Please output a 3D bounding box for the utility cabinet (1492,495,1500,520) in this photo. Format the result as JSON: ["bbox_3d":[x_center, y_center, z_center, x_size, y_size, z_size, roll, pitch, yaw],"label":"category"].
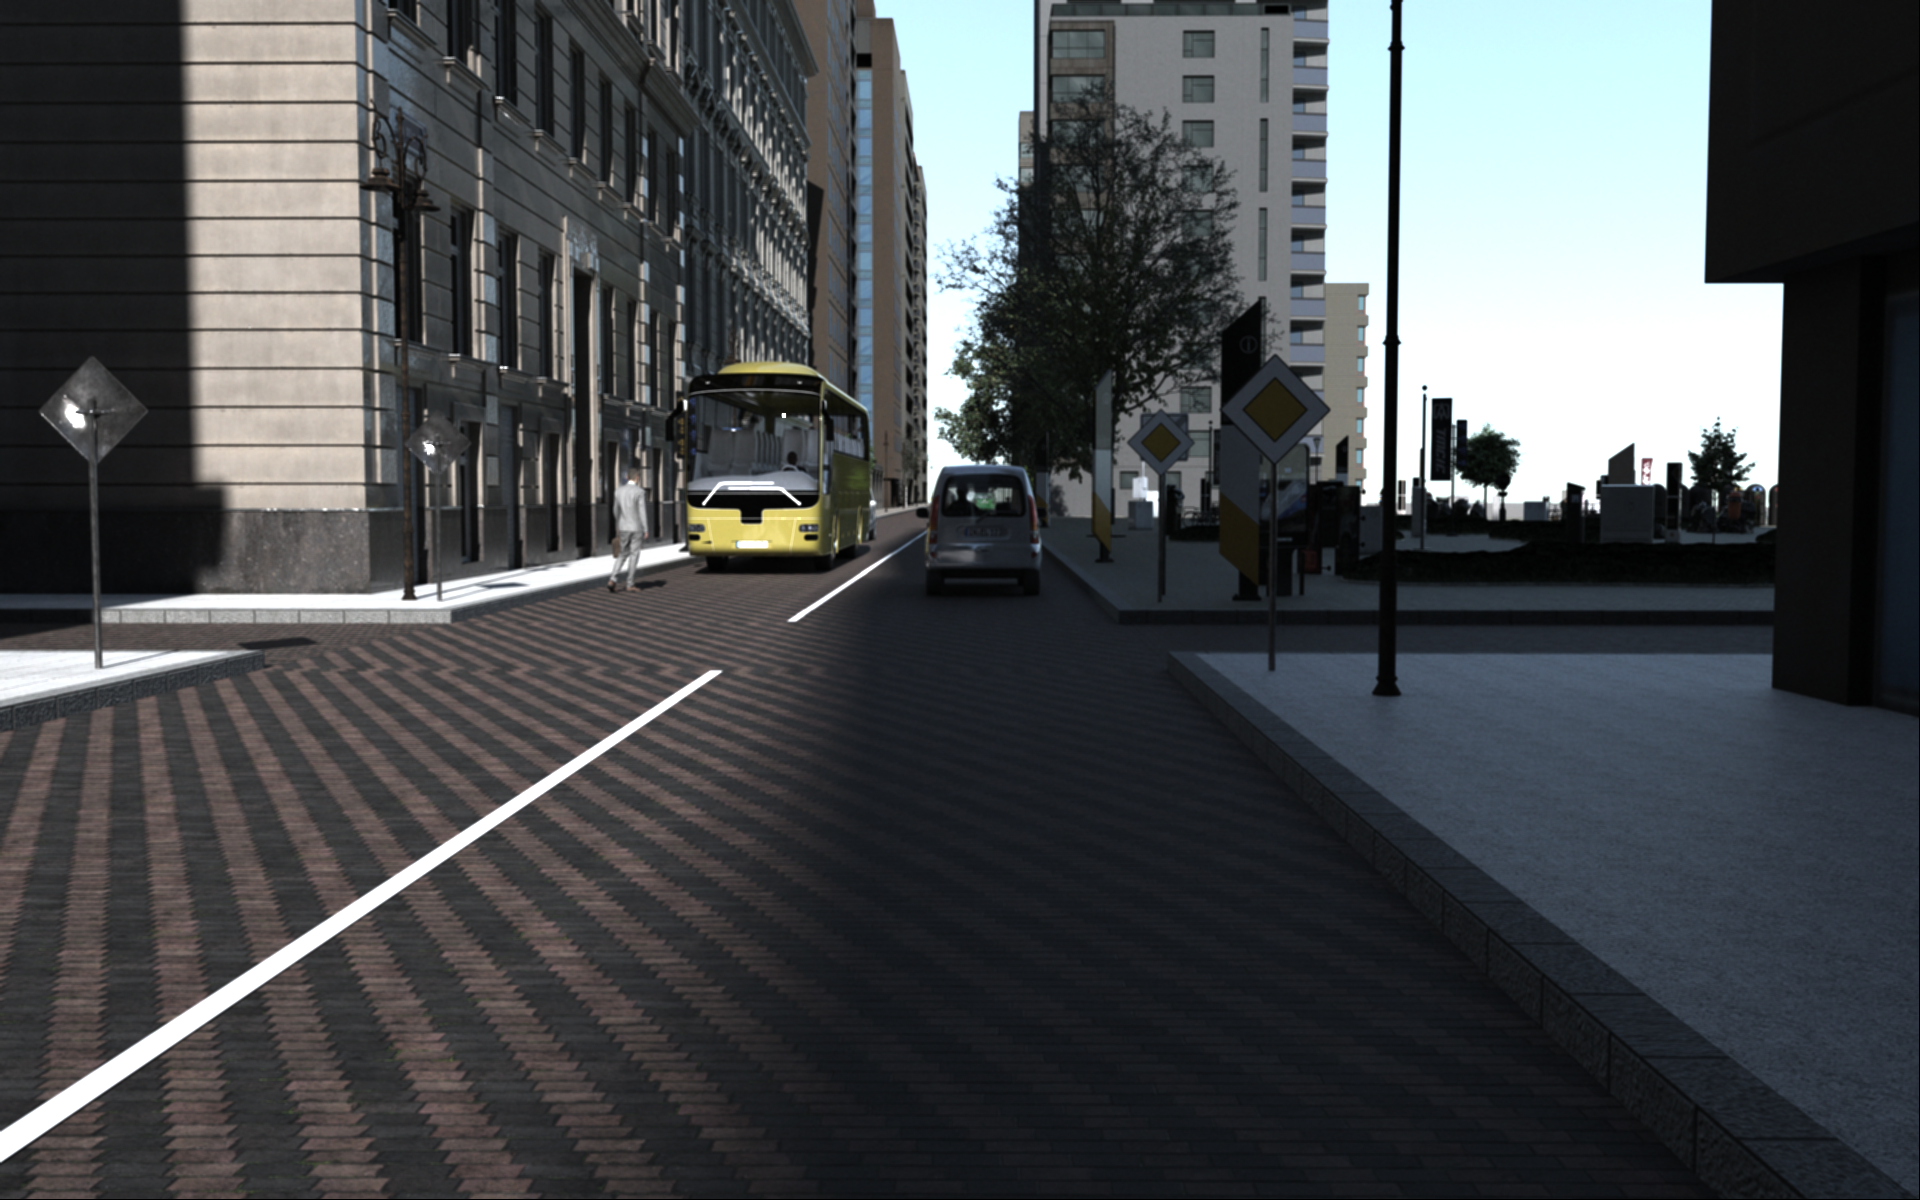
[{"bbox_3d":[26.041,-4.460,84.089,0.306,1.237,1.020,1,4,21],"label":"utility cabinet"}]

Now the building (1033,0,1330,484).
[{"bbox_3d":[15.867,-35.746,126.452,21.231,58.520,28.212,0,4,1],"label":"building"}]

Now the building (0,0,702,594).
[{"bbox_3d":[-13.025,-14.449,33.498,12.463,27.353,25.104,0,4,1],"label":"building"}]

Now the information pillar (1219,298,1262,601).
[{"bbox_3d":[3.383,-1.802,20.825,0.504,3.616,0.183,0,4,8],"label":"information pillar"}]

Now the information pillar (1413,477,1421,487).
[{"bbox_3d":[20.148,-4.401,76.449,0.304,2.012,0.304,2,4,25],"label":"information pillar"}]

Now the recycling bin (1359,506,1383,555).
[{"bbox_3d":[8.652,-1.497,37.029,0.722,1.027,0.722,1,4,9],"label":"recycling bin"}]

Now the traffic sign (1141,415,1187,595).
[{"bbox_3d":[2.582,-1.213,21.955,0.606,2.300,0.079,0,4,7],"label":"traffic sign"}]

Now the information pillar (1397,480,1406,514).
[{"bbox_3d":[22.763,-5.185,89.263,0.304,2.012,0.304,-3,5,-43],"label":"information pillar"}]

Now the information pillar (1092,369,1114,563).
[{"bbox_3d":[2.662,-2.512,32.424,0.183,3.616,0.504,3,5,43],"label":"information pillar"}]

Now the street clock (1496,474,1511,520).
[{"bbox_3d":[19.357,-3.498,61.764,0.471,2.002,0.358,-1,4,-11],"label":"street clock"}]

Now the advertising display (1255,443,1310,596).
[{"bbox_3d":[4.019,-1.011,21.752,0.974,1.923,0.123,-3,4,-37],"label":"advertising display"}]

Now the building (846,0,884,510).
[{"bbox_3d":[-16.895,-43.121,143.282,20.563,71.187,20.611,0,4,1],"label":"building"}]

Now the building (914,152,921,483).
[{"bbox_3d":[-16.214,-34.381,216.752,22.147,44.769,28.867,0,4,1],"label":"building"}]

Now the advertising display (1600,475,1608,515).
[{"bbox_3d":[21.803,-3.268,58.653,0.123,1.923,0.974,1,4,13],"label":"advertising display"}]

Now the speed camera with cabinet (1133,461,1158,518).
[{"bbox_3d":[10.195,-6.122,94.435,0.660,3.252,2.038,3,4,39],"label":"speed camera with cabinet"}]

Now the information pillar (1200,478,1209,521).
[{"bbox_3d":[11.478,-4.687,81.124,0.304,2.012,0.304,-3,5,-42],"label":"information pillar"}]

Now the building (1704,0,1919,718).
[{"bbox_3d":[11.838,-21.603,3.316,14.600,45.320,14.200,0,4,1],"label":"building"}]

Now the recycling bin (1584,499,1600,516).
[{"bbox_3d":[30.186,-4.280,82.525,0.722,1.027,0.722,0,4,5],"label":"recycling bin"}]

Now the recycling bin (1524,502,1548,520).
[{"bbox_3d":[19.417,-2.804,58.396,0.722,1.027,0.722,2,4,24],"label":"recycling bin"}]

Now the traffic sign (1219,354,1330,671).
[{"bbox_3d":[2.266,-0.544,12.535,0.795,2.450,0.064,0,4,1],"label":"traffic sign"}]

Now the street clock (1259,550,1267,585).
[{"bbox_3d":[4.322,-1.213,24.407,0.358,2.002,0.471,-1,4,-18],"label":"street clock"}]

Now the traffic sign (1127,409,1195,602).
[{"bbox_3d":[2.371,-1.032,20.520,0.795,2.450,0.064,0,4,1],"label":"traffic sign"}]

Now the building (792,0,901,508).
[{"bbox_3d":[-12.726,-31.276,161.469,14.600,45.320,14.200,0,4,1],"label":"building"}]

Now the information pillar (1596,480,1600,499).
[{"bbox_3d":[32.981,-5.185,89.261,0.304,2.012,0.304,-2,4,-33],"label":"information pillar"}]

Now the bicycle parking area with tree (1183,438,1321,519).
[{"bbox_3d":[15.710,-6.178,88.007,8.231,4.147,9.016,0,4,2],"label":"bicycle parking area with tree"}]

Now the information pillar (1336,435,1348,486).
[{"bbox_3d":[15.169,-4.734,68.758,0.504,3.616,0.183,-1,4,-9],"label":"information pillar"}]

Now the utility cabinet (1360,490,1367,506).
[{"bbox_3d":[21.854,-5.215,93.942,0.318,1.500,1.173,0,4,7],"label":"utility cabinet"}]

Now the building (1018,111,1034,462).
[{"bbox_3d":[13.279,-30.847,187.947,14.154,41.232,14.086,0,4,1],"label":"building"}]

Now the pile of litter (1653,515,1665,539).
[{"bbox_3d":[19.992,-2.220,50.256,1.176,0.858,1.719,-2,4,-31],"label":"pile of litter"}]

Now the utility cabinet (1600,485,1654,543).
[{"bbox_3d":[15.970,-2.005,41.464,1.173,1.500,0.318,2,4,24],"label":"utility cabinet"}]

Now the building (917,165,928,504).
[{"bbox_3d":[-15.554,-37.859,242.695,21.300,48.544,21.600,0,4,1],"label":"building"}]

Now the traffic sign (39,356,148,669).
[{"bbox_3d":[-6.328,-0.552,12.669,0.795,2.450,0.064,0,4,1],"label":"traffic sign"}]

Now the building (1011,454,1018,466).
[{"bbox_3d":[20.264,-22.316,209.912,27.650,21.520,28.899,0,4,1],"label":"building"}]

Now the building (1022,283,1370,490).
[{"bbox_3d":[19.765,-19.038,156.317,27.650,21.520,28.899,0,4,1],"label":"building"}]

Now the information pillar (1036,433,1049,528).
[{"bbox_3d":[3.149,-4.581,66.259,0.504,3.616,0.183,2,4,31],"label":"information pillar"}]

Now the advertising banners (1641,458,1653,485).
[{"bbox_3d":[32.439,-5.365,83.913,2.074,3.025,0.090,1,4,19],"label":"advertising banners"}]

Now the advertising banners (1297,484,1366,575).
[{"bbox_3d":[5.653,-1.935,27.825,0.090,3.025,2.074,-3,4,-39],"label":"advertising banners"}]

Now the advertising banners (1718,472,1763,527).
[{"bbox_3d":[30.774,-4.400,68.123,2.074,3.025,0.090,-1,4,-20],"label":"advertising banners"}]

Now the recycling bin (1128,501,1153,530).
[{"bbox_3d":[6.527,-3.059,62.565,0.722,1.027,0.722,-1,4,-15],"label":"recycling bin"}]

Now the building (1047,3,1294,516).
[{"bbox_3d":[12.266,-20.461,106.233,14.160,30.474,14.107,0,4,1],"label":"building"}]

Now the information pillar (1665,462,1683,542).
[{"bbox_3d":[16.602,-2.189,40.290,0.304,2.012,0.304,2,4,31],"label":"information pillar"}]

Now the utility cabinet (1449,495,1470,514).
[{"bbox_3d":[25.832,-4.799,89.625,1.020,1.237,0.306,3,5,40],"label":"utility cabinet"}]

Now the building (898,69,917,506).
[{"bbox_3d":[-16.153,-34.670,190.553,21.300,48.544,21.600,0,4,1],"label":"building"}]

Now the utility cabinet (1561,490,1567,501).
[{"bbox_3d":[33.521,-5.273,94.894,0.318,1.500,1.173,-2,4,-29],"label":"utility cabinet"}]

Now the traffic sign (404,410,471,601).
[{"bbox_3d":[-6.222,-1.040,20.653,0.795,2.450,0.064,0,4,1],"label":"traffic sign"}]

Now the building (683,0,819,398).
[{"bbox_3d":[-15.824,-17.835,68.014,17.030,29.872,44.131,0,4,1],"label":"building"}]

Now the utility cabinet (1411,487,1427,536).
[{"bbox_3d":[13.837,-2.659,52.147,0.318,1.500,1.173,1,4,22],"label":"utility cabinet"}]
